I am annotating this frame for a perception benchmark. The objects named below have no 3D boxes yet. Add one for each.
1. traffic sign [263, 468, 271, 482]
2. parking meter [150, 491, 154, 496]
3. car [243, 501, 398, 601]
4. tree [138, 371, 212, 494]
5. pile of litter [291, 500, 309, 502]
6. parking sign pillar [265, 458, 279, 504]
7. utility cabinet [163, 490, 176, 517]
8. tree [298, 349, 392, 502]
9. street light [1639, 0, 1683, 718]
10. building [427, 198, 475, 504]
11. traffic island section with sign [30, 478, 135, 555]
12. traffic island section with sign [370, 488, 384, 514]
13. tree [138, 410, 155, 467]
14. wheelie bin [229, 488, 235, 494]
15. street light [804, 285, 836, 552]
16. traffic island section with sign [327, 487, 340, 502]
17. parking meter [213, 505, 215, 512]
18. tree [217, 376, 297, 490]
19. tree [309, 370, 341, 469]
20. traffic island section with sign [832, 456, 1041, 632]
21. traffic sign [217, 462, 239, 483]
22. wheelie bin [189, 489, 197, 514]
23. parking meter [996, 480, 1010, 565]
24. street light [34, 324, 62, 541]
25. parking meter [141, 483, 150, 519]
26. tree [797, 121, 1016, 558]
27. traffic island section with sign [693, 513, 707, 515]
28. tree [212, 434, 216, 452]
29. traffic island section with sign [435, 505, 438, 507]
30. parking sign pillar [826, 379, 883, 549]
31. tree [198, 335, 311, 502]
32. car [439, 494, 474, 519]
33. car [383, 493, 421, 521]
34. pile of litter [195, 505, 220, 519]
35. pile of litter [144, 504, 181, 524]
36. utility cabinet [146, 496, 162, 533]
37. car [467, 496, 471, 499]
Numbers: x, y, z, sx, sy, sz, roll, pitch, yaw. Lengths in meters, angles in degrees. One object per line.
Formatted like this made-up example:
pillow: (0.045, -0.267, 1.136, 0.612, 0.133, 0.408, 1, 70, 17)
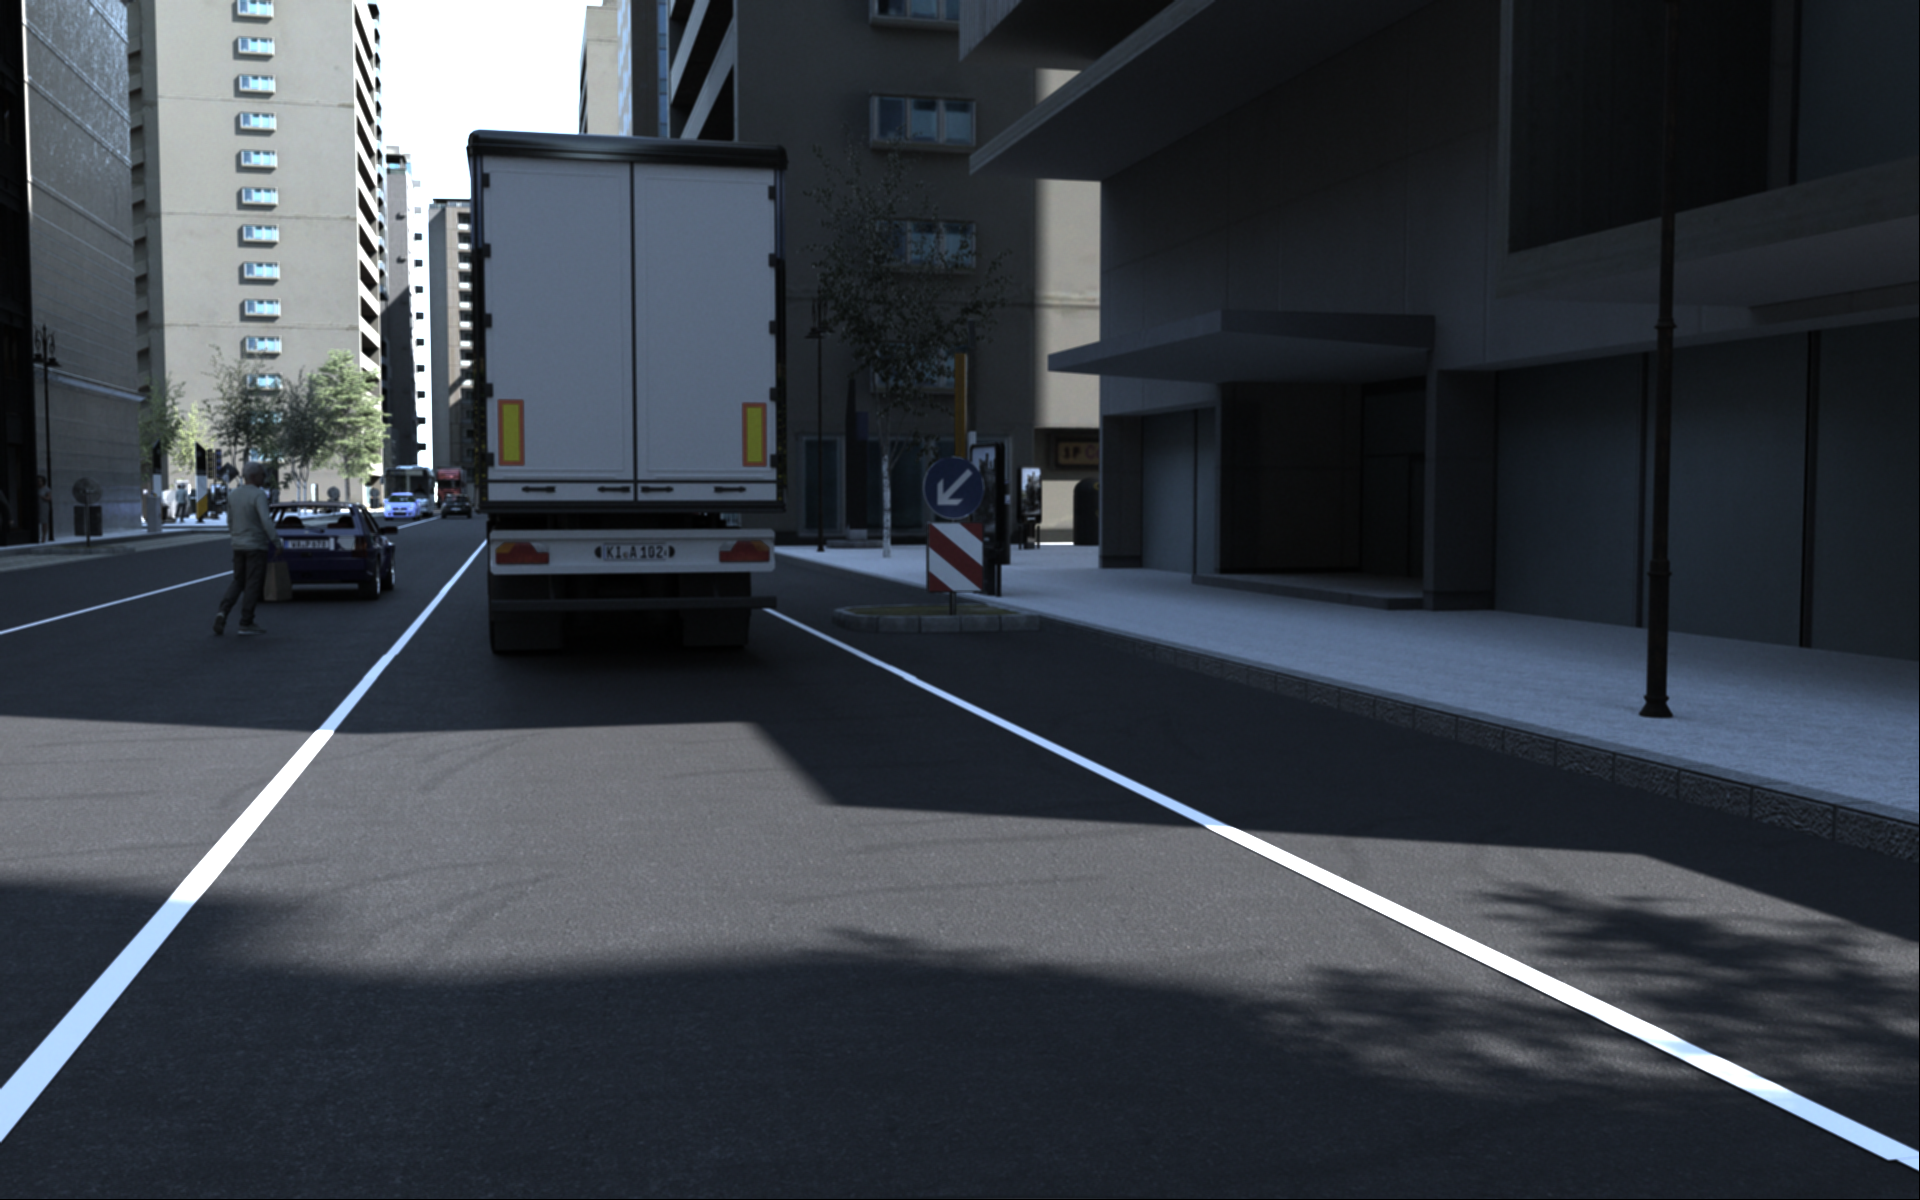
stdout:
traffic sign: (-28.698, -4.212, 71.055, 0.795, 2.593, 0.064, -1, 4, -14)
parking meter: (-50.187, -6.082, 107.858, 0.372, 1.533, 0.369, 0, 3, 0)
car: (-9.052, -0.737, 24.635, 1.945, 1.354, 3.894, -1, 4, -14)
tree: (-48.134, -9.376, 103.658, 4.737, 8.622, 4.395, 0, 3, 0)
pile of litter: (-46.569, -6.509, 120.384, 1.176, 0.858, 1.719, 2, 4, 33)
parking sign pillar: (-49.875, -8.371, 125.336, 1.447, 3.967, 1.447, 1, 4, 13)
utility cabinet: (-43.087, -5.298, 95.300, 1.173, 1.500, 0.318, 1, 4, 10)
tree: (-48.441, -13.330, 136.067, 7.486, 12.596, 7.792, 0, 3, 0)
street light: (4.022, -2.266, 9.830, 0.468, 5.910, 1.993, -1, 4, -14)
building: (-63.926, -33.598, 232.922, 14.086, 41.232, 14.154, -1, 4, -14)
traffic island section with sign: (-20.983, -2.013, 41.533, 1.989, 1.847, 2.006, -1, 4, -14)
traffic island section with sign: (-41.060, -6.913, 121.656, 1.989, 1.847, 2.006, -1, 4, -14)
tree: (-60.676, -10.716, 125.569, 4.360, 8.622, 3.978, 0, 3, 0)
wheelie bin: (-39.913, -5.351, 95.398, 0.980, 1.594, 0.693, 3, 4, 39)
street light: (-3.109, -4.018, 38.478, 0.468, 5.910, 1.993, -1, 4, -14)
traffic island section with sign: (-34.506, -5.314, 95.507, 1.989, 1.847, 2.006, -1, 4, -14)
parking meter: (-52.644, -7.140, 122.453, 0.399, 1.863, 0.255, -2, 4, -24)
tree: (-43.531, -9.709, 109.103, 4.737, 8.622, 4.395, 0, 3, 0)
tree: (-38.112, -9.149, 99.941, 4.360, 8.622, 3.978, 0, 3, 0)
traffic island section with sign: (-0.348, -0.630, 18.923, 1.989, 1.847, 2.006, -1, 4, -14)
traffic sign: (-26.757, -3.738, 63.309, 0.795, 2.593, 0.064, -1, 4, -14)
wheelie bin: (-50.047, -6.453, 113.417, 0.980, 1.594, 0.693, 0, 4, -1)
parking meter: (0.732, -1.416, 31.568, 0.372, 1.533, 0.369, 0, 3, 0)
street light: (-24.861, -4.551, 47.199, 0.468, 5.910, 1.993, -1, 4, -14)
parking meter: (-41.310, -5.025, 87.870, 0.399, 1.863, 0.255, -1, 4, -14)
tree: (-1.302, -5.149, 34.543, 4.360, 8.622, 3.978, 0, 3, 0)
traffic island section with sign: (-7.011, -2.254, 45.487, 1.989, 1.847, 2.006, -1, 4, -14)
tree: (-61.124, -11.432, 137.281, 4.737, 8.622, 4.395, 0, 3, 0)
traffic island section with sign: (-59.970, -11.529, 197.124, 1.989, 1.847, 2.006, -1, 4, -14)
parking sign pillar: (-2.475, -3.230, 41.283, 1.447, 3.967, 1.447, 0, 4, -8)
tree: (-33.530, -7.982, 80.872, 4.360, 8.622, 3.978, 0, 3, 0)
car: (-29.871, -5.685, 102.730, 2.009, 1.686, 4.222, -1, 4, -15)
car: (-30.564, -5.220, 94.945, 1.945, 1.707, 3.694, -1, 4, -13)
pile of litter: (-39.156, -4.670, 90.318, 1.176, 0.858, 1.719, 1, 4, 19)
pile of litter: (-34.950, -3.792, 75.962, 1.719, 0.858, 1.176, 0, 4, -5)
utility cabinet: (-26.901, -2.855, 57.842, 0.306, 1.237, 1.020, -1, 4, -15)
car: (-57.850, -11.671, 201.051, 2.015, 1.641, 3.980, -1, 4, -15)
